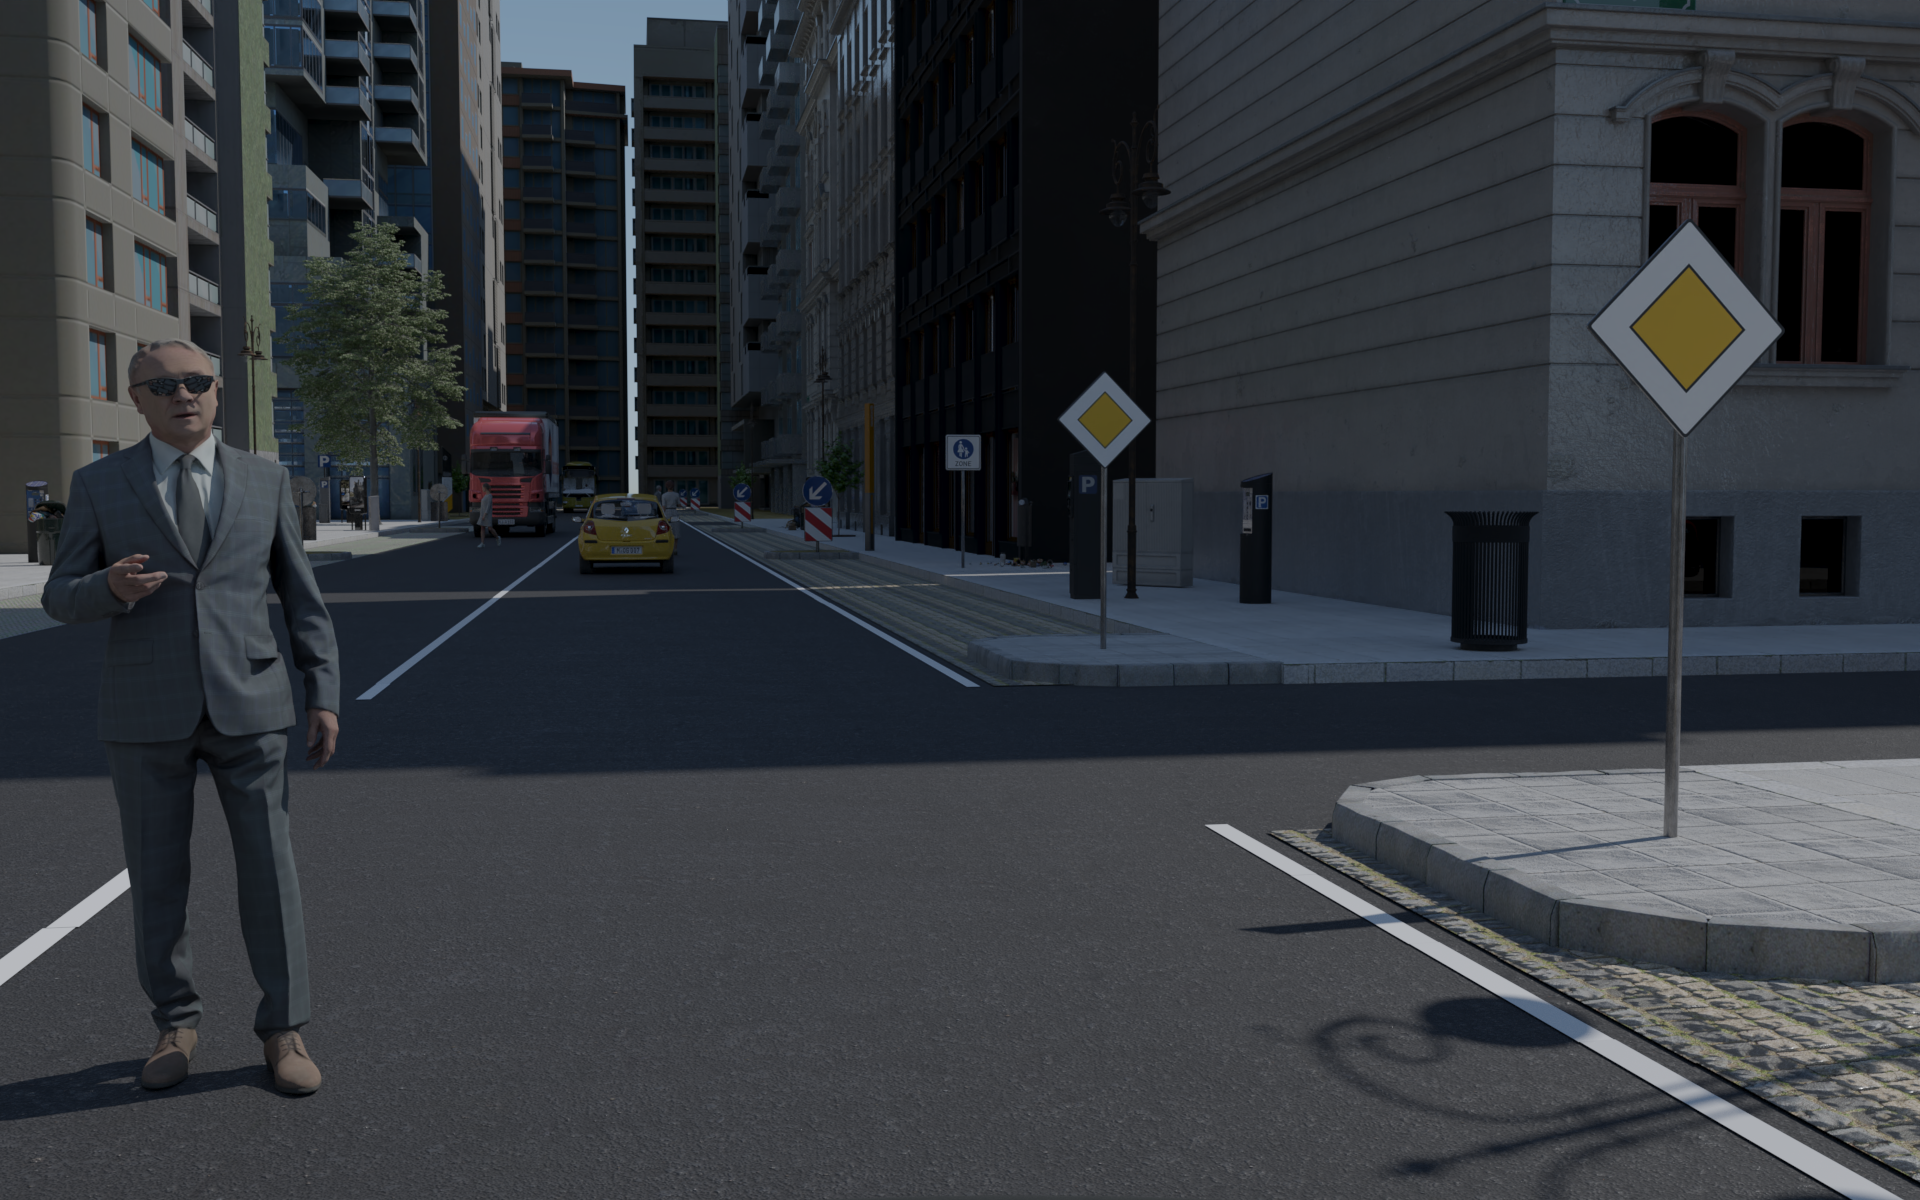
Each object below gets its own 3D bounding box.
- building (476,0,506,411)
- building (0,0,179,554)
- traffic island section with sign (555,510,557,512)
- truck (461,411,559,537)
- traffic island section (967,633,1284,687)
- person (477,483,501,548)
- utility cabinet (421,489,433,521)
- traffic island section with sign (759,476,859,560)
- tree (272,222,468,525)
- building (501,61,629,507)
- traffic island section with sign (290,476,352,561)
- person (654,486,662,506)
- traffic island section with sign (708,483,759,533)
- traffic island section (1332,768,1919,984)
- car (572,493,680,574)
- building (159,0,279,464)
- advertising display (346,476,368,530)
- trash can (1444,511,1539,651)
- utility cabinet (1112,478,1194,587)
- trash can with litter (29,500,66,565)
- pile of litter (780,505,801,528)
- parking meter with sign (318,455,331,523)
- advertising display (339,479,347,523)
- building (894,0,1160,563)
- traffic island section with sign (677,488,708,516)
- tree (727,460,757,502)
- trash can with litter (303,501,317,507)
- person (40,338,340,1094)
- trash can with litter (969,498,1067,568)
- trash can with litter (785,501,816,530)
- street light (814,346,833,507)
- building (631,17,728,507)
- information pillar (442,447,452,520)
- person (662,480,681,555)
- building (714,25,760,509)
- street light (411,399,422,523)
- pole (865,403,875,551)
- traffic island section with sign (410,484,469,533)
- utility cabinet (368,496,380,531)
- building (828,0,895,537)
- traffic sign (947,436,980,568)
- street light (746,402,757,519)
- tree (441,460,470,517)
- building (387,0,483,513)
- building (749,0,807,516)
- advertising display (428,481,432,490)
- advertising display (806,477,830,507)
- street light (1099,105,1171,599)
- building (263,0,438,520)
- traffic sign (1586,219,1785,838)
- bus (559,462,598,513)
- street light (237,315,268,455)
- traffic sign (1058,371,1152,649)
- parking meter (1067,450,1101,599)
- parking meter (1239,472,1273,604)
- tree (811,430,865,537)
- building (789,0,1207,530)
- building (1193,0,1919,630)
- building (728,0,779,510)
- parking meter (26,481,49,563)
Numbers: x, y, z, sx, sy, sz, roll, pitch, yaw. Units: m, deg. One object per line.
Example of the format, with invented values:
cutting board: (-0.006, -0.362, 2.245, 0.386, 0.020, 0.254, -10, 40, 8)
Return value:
building: (-51.860, -33.824, 142.256, 27.495, 52.752, 28.713, -1, 4, -11)
building: (-31.503, -11.227, 28.600, 27.650, 21.520, 28.899, -1, 4, -11)
traffic island section with sign: (-33.565, -8.027, 139.870, 1.989, 1.847, 2.006, -1, 4, -11)
truck: (-15.641, -4.413, 61.062, 2.839, 4.237, 11.283, -1, 4, -10)
traffic island section: (1.205, 0.485, 14.354, 2.009, 0.180, 2.903, -1, 4, -11)
person: (-12.720, -2.288, 46.653, 0.466, 1.731, 0.760, 2, 4, 25)
utility cabinet: (-25.582, -4.556, 83.177, 0.318, 1.500, 1.173, 0, 4, -5)
traffic island section with sign: (-3.346, -1.829, 38.530, 1.989, 1.847, 2.006, -1, 4, -11)
tree: (-24.479, -9.422, 72.182, 7.486, 12.596, 7.792, 0, 3, 0)
building: (-48.603, -32.010, 177.991, 28.867, 44.769, 22.147, -1, 4, -11)
traffic island section with sign: (-14.335, -1.773, 37.621, 1.989, 1.847, 2.006, -1, 4, -11)
person: (-12.125, -3.736, 69.987, 0.834, 1.777, 0.661, -2, 4, -31)
traffic island section with sign: (-8.330, -3.451, 65.054, 1.989, 1.847, 2.006, -1, 4, -11)
traffic island section: (2.680, 0.965, 6.506, 2.009, 0.180, 2.903, -1, 4, -11)
car: (-6.272, -1.366, 32.553, 2.015, 1.641, 3.980, -1, 4, -11)
building: (-32.148, -22.917, 58.291, 14.154, 41.232, 14.086, -1, 4, -11)
advertising display: (-21.418, -3.452, 61.647, 0.974, 1.923, 0.123, 3, 5, 39)
trash can: (4.375, -0.162, 14.301, 0.748, 1.137, 0.748, 0, 3, 0)
utility cabinet: (2.667, -0.940, 24.049, 1.173, 1.500, 0.318, 3, 5, 43)
trash can with litter: (-16.497, -1.221, 31.345, 0.624, 1.170, 1.055, -2, 4, -28)
pile of litter: (-6.191, -3.220, 66.611, 1.719, 0.858, 1.176, 1, 4, 22)
parking meter with sign: (-28.217, -4.929, 76.854, 0.543, 3.016, 1.738, -1, 4, -18)
advertising display: (-27.034, -4.379, 76.810, 0.123, 1.923, 0.974, 3, 5, 40)
building: (5.719, -12.879, 40.250, 12.332, 23.373, 15.834, -1, 4, -11)
traffic island section with sign: (-17.716, -6.504, 114.973, 1.989, 1.847, 2.006, -1, 4, -11)
tree: (-12.562, -6.399, 99.231, 1.663, 3.219, 1.824, 0, 3, 0)
trash can with litter: (-24.503, -3.278, 64.984, 0.624, 1.170, 1.055, -1, 4, -16)
person: (-1.817, 0.277, 4.148, 0.661, 1.801, 0.590, -2, 4, -29)
trash can with litter: (1.112, -1.208, 30.812, 1.678, 1.210, 2.233, -1, 4, -8)
trash can with litter: (-5.648, -3.052, 61.285, 1.055, 1.170, 0.624, -1, 4, -15)
street light: (-4.275, -4.973, 54.104, 0.468, 5.910, 1.993, -1, 4, -11)
building: (-23.435, -34.163, 182.259, 21.600, 48.544, 21.300, -1, 4, -11)
information pillar: (-25.386, -5.769, 85.679, 0.504, 3.616, 0.183, -3, 5, -40)
person: (-6.796, -1.935, 40.702, 0.480, 1.755, 0.524, -2, 4, -26)
building: (-14.974, -28.904, 156.175, 14.154, 41.232, 14.086, -1, 4, -11)
street light: (-24.369, -6.429, 77.908, 0.468, 5.910, 1.993, -1, 4, -11)
pole: (-2.038, -2.764, 39.029, 0.158, 3.312, 0.155, 0, 3, 0)
traffic island section with sign: (-19.415, -3.426, 64.648, 1.989, 1.847, 2.006, -1, 4, -11)
utility cabinet: (-20.635, -3.045, 60.952, 0.306, 1.237, 1.020, -1, 4, -23)
building: (1.579, -12.717, 57.073, 9.793, 20.994, 18.267, -1, 4, -11)
traffic sign: (0.051, -1.705, 30.005, 0.606, 2.300, 0.079, -1, 4, -9)
street light: (-10.480, -7.005, 87.318, 0.468, 5.910, 1.993, -1, 4, -11)
tree: (-28.738, -6.374, 98.810, 1.663, 3.219, 1.824, 0, 3, 0)
building: (-41.392, -28.816, 121.252, 14.600, 45.320, 14.200, -1, 4, -11)
building: (-0.757, -29.844, 107.557, 23.786, 49.044, 30.456, -1, 4, -11)
advertising display: (-25.905, -4.862, 84.711, 0.123, 1.923, 0.974, -1, 4, -13)
advertising display: (-5.321, -3.656, 64.985, 0.974, 1.923, 0.123, 1, 4, 23)
street light: (2.109, -2.956, 21.123, 0.468, 5.910, 1.993, -1, 4, -11)
building: (-41.249, -47.975, 97.070, 22.319, 86.520, 31.000, -1, 4, -11)
traffic sign: (2.659, -0.170, 6.424, 0.795, 2.450, 0.064, -1, 4, -11)
bus: (-29.621, -8.768, 134.898, 2.896, 3.916, 12.252, -1, 4, -11)
street light: (-18.274, -4.409, 44.869, 0.468, 5.910, 1.993, -1, 4, -11)
traffic sign: (1.183, -0.650, 14.272, 0.795, 2.450, 0.064, -1, 4, -11)
parking meter: (1.520, -0.945, 21.170, 0.399, 1.863, 0.255, -1, 4, -9)
parking meter: (3.475, -0.729, 20.332, 0.372, 1.533, 0.369, 0, 3, 0)
tree: (-3.516, -3.517, 52.099, 1.663, 3.219, 1.824, 0, 3, 0)
building: (0.245, -17.770, 77.929, 14.401, 28.519, 23.554, -1, 4, -11)
building: (15.266, -14.450, 23.649, 23.554, 28.519, 14.401, -1, 4, -11)
building: (-3.961, -33.458, 136.270, 28.713, 52.752, 27.495, -1, 4, -11)
parking meter: (-17.251, -1.467, 32.404, 0.372, 1.533, 0.369, 0, 3, 0)
